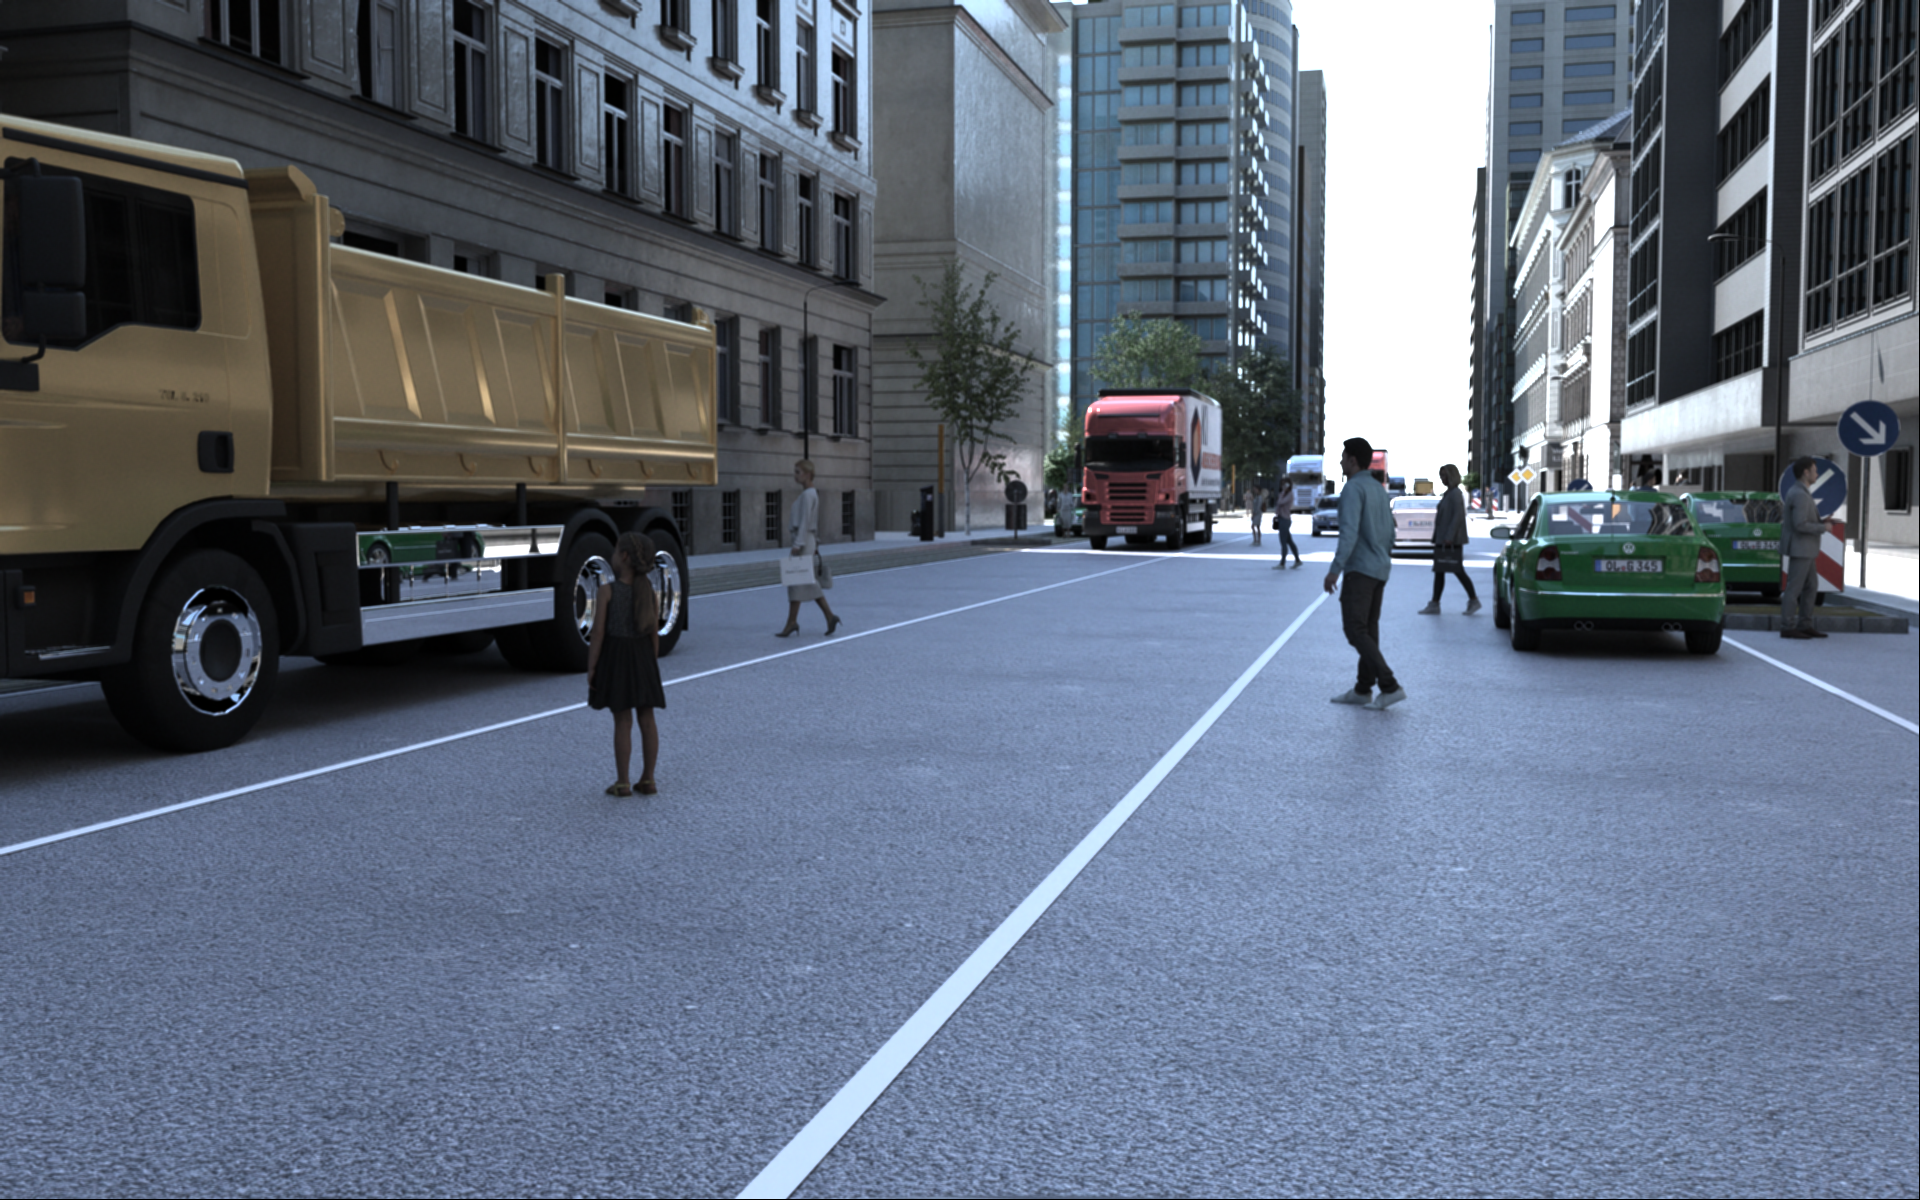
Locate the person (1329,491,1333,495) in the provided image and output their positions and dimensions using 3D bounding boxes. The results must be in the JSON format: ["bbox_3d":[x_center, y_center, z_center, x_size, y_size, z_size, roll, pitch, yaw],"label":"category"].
[{"bbox_3d":[57.486,-16.009,268.526,1.217,1.736,0.721,3,4,38],"label":"person"}]

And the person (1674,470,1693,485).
[{"bbox_3d":[18.378,-2.364,44.062,0.474,1.900,0.648,2,4,29],"label":"person"}]

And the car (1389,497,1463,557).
[{"bbox_3d":[10.688,-1.704,40.226,2.083,1.381,4.827,1,4,14],"label":"car"}]

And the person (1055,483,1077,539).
[{"bbox_3d":[3.403,-2.825,55.047,0.694,1.780,0.624,1,4,17],"label":"person"}]

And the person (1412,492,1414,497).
[{"bbox_3d":[75.828,-17.214,289.911,1.348,1.831,0.705,1,4,14],"label":"person"}]

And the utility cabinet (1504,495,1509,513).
[{"bbox_3d":[36.493,-6.395,115.720,0.306,1.237,1.020,1,4,14],"label":"utility cabinet"}]

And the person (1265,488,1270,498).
[{"bbox_3d":[29.061,-9.668,163.982,0.599,1.838,0.709,-3,4,-39],"label":"person"}]

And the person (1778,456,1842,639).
[{"bbox_3d":[8.426,-0.517,17.150,0.583,1.804,0.606,1,4,17],"label":"person"}]

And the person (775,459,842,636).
[{"bbox_3d":[-1.525,-0.524,17.421,0.624,1.780,0.694,1,4,12],"label":"person"}]

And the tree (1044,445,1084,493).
[{"bbox_3d":[6.794,-8.039,115.154,4.285,4.588,4.351,0,3,0],"label":"tree"}]

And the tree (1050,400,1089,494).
[{"bbox_3d":[8.917,-11.160,132.826,4.737,8.622,4.395,0,3,0],"label":"tree"}]

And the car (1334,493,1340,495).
[{"bbox_3d":[37.051,-9.741,168.862,1.945,1.707,3.694,1,4,15],"label":"car"}]

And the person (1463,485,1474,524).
[{"bbox_3d":[23.612,-4.429,80.797,0.818,1.842,0.514,1,4,13],"label":"person"}]

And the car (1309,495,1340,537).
[{"bbox_3d":[13.056,-2.916,59.675,2.014,1.417,4.499,1,4,13],"label":"car"}]

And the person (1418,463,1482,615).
[{"bbox_3d":[5.851,-0.726,20.558,0.728,1.800,0.709,0,4,2],"label":"person"}]

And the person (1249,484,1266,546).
[{"bbox_3d":[8.243,-2.355,48.015,0.522,1.701,0.512,0,4,-1],"label":"person"}]

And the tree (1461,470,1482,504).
[{"bbox_3d":[68.309,-15.126,231.029,4.285,4.588,4.351,0,3,0],"label":"tree"}]

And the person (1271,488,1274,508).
[{"bbox_3d":[28.530,-9.287,157.898,0.705,1.823,1.348,1,4,10],"label":"person"}]

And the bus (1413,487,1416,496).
[{"bbox_3d":[73.231,-17.089,274.269,2.948,3.499,13.247,1,4,14],"label":"bus"}]

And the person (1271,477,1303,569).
[{"bbox_3d":[6.281,-1.472,33.151,0.643,1.750,0.593,0,4,-1],"label":"person"}]

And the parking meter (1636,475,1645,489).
[{"bbox_3d":[21.311,-2.962,54.136,0.255,1.863,0.399,-1,4,-9],"label":"parking meter"}]

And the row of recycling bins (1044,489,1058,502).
[{"bbox_3d":[7.790,-8.948,153.418,3.534,1.692,1.069,0,4,-6],"label":"row of recycling bins"}]

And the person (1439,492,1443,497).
[{"bbox_3d":[83.228,-17.838,299.777,1.348,1.869,0.705,0,4,3],"label":"person"}]

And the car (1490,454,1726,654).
[{"bbox_3d":[6.267,-0.504,17.033,1.959,1.807,4.718,1,4,14],"label":"car"}]

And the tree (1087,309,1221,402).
[{"bbox_3d":[10.989,-10.467,96.891,9.928,11.665,9.643,0,3,0],"label":"tree"}]

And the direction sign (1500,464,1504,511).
[{"bbox_3d":[40.496,-8.398,129.297,0.379,3.537,0.876,2,4,28],"label":"direction sign"}]

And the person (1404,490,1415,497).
[{"bbox_3d":[40.660,-9.058,156.678,1.350,1.814,0.705,0,4,6],"label":"person"}]

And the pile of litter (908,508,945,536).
[{"bbox_3d":[-1.056,-2.396,53.135,1.176,0.858,1.719,0,4,8],"label":"pile of litter"}]

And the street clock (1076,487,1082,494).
[{"bbox_3d":[9.867,-8.534,144.101,0.471,2.002,0.358,1,4,13],"label":"street clock"}]

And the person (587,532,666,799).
[{"bbox_3d":[-1.594,0.303,8.219,0.362,1.253,0.373,-2,4,-35],"label":"person"}]

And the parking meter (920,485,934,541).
[{"bbox_3d":[-0.906,-2.378,47.296,0.372,1.533,0.369,0,3,0],"label":"parking meter"}]

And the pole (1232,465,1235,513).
[{"bbox_3d":[19.002,-7.739,120.374,0.158,3.312,0.155,0,3,0],"label":"pole"}]

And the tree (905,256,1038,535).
[{"bbox_3d":[0.270,-6.308,53.501,4.737,8.622,4.395,0,3,0],"label":"tree"}]

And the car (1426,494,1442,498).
[{"bbox_3d":[42.167,-8.703,154.291,2.014,1.417,4.499,1,4,15],"label":"car"}]

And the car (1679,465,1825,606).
[{"bbox_3d":[10.250,-0.872,23.058,1.959,1.807,4.718,1,4,16],"label":"car"}]

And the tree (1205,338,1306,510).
[{"bbox_3d":[24.078,-14.476,143.335,9.857,13.997,8.962,0,3,0],"label":"tree"}]

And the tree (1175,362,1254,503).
[{"bbox_3d":[15.686,-10.927,113.068,7.601,10.594,8.767,1,4,15],"label":"tree"}]

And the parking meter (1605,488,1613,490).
[{"bbox_3d":[28.084,-4.079,75.104,0.372,1.533,0.369,0,3,0],"label":"parking meter"}]

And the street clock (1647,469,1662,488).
[{"bbox_3d":[19.707,-2.730,49.203,0.471,2.002,0.358,-3,5,-42],"label":"street clock"}]

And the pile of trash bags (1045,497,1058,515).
[{"bbox_3d":[4.933,-6.073,109.053,1.912,1.369,3.447,-2,4,-27],"label":"pile of trash bags"}]

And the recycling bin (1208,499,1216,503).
[{"bbox_3d":[19.211,-7.366,132.988,0.722,1.027,0.722,2,4,32],"label":"recycling bin"}]

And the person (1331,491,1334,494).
[{"bbox_3d":[58.830,-16.399,274.246,1.350,1.814,0.705,0,4,-3],"label":"person"}]

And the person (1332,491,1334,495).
[{"bbox_3d":[60.283,-16.738,279.650,0.705,1.831,1.348,-1,4,-11],"label":"person"}]

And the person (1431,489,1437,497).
[{"bbox_3d":[33.477,-6.968,122.817,0.834,1.777,0.661,3,4,39],"label":"person"}]

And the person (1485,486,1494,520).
[{"bbox_3d":[28.822,-5.264,94.369,0.447,1.846,0.655,-1,4,-15],"label":"person"}]

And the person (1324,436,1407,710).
[{"bbox_3d":[2.753,-0.191,11.646,0.620,1.820,0.660,2,4,34],"label":"person"}]

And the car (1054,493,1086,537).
[{"bbox_3d":[4.442,-3.055,58.737,1.959,1.807,4.718,1,4,17],"label":"car"}]

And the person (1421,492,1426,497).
[{"bbox_3d":[63.249,-13.894,236.466,0.742,1.727,0.445,-1,4,-15],"label":"person"}]

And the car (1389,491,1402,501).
[{"bbox_3d":[50.253,-11.777,201.226,2.281,1.827,5.304,1,4,16],"label":"car"}]

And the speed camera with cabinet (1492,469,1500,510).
[{"bbox_3d":[42.321,-8.709,136.728,0.660,3.252,2.038,1,4,16],"label":"speed camera with cabinet"}]

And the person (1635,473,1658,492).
[{"bbox_3d":[12.583,-1.423,31.785,0.654,1.822,0.581,-2,4,-26],"label":"person"}]

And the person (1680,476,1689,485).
[{"bbox_3d":[18.975,-2.389,45.443,0.601,1.785,0.444,3,5,41],"label":"person"}]

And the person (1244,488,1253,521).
[{"bbox_3d":[15.482,-5.132,92.742,0.599,1.781,0.374,0,4,2],"label":"person"}]

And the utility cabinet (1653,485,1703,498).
[{"bbox_3d":[17.883,-2.111,43.202,1.173,1.500,0.318,0,4,-7],"label":"utility cabinet"}]

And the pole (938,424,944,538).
[{"bbox_3d":[-0.545,-3.484,50.809,0.158,3.312,0.155,0,3,0],"label":"pole"}]

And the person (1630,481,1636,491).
[{"bbox_3d":[26.282,-3.749,67.607,0.793,1.790,0.793,0,4,3],"label":"person"}]

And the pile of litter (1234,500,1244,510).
[{"bbox_3d":[22.402,-7.795,141.419,1.719,0.858,1.176,1,4,13],"label":"pile of litter"}]
